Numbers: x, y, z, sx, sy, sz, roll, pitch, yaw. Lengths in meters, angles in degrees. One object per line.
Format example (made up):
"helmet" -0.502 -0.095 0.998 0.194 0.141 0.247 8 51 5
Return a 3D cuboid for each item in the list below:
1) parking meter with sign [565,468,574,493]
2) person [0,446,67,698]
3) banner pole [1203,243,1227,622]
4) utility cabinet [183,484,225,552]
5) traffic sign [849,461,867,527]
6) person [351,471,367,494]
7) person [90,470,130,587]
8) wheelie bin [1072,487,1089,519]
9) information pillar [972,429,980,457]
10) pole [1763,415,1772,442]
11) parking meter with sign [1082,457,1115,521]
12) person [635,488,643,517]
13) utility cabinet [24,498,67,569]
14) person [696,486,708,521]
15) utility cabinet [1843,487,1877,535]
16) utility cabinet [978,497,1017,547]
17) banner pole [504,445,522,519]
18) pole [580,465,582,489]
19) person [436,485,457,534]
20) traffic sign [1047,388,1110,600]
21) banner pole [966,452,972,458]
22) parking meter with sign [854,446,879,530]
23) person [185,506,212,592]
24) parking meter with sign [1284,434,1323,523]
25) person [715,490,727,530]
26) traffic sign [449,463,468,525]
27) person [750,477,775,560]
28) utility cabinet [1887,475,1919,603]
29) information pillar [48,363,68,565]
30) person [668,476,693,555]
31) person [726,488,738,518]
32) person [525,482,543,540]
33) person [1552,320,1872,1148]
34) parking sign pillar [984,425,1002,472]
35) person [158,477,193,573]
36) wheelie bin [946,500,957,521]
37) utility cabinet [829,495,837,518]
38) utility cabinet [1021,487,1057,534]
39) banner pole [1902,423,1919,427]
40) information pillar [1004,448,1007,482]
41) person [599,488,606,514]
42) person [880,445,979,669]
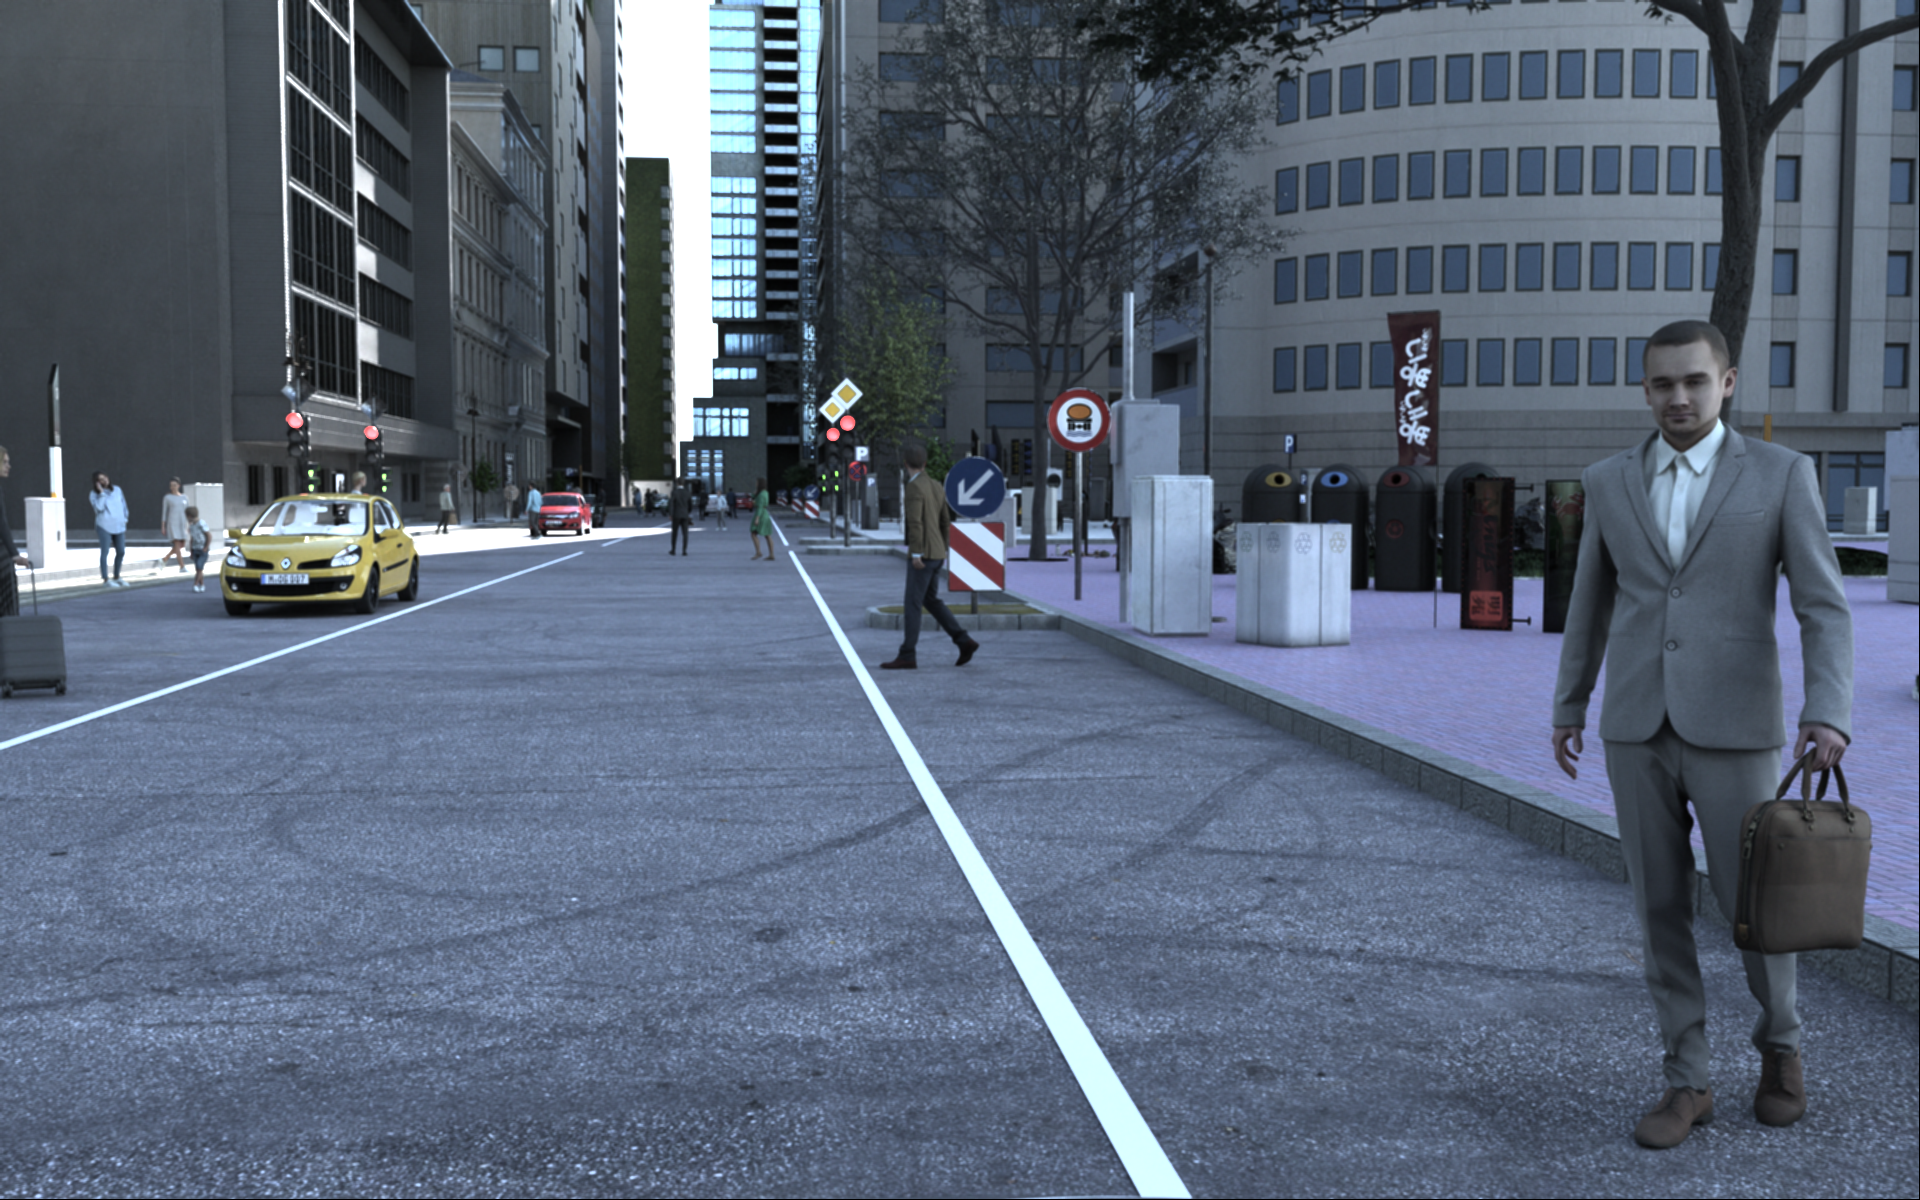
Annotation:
"parking meter with sign" -25.859 -7.232 114.497 0.543 3.016 1.738 0 4 -8
"person" -7.037 -0.242 12.673 0.699 1.804 1.509 -2 4 -34
"banner pole" 2.513 -1.689 17.628 0.401 3.779 0.863 0 4 4
"utility cabinet" -16.795 -1.821 38.451 0.318 1.500 1.173 0 4 5
"traffic sign" -4.002 -4.114 67.371 0.768 2.556 0.104 0 4 -3
"person" -9.335 -1.100 26.838 0.624 1.780 0.694 -1 4 -9
"person" -13.067 -1.092 26.618 0.793 1.790 0.793 0 4 -4
"wheelie bin" 5.765 -4.579 82.769 0.693 1.594 0.980 -1 4 -19
"information pillar" 0.553 -4.317 61.930 0.183 3.616 0.504 -2 4 -28
"pole" 20.738 -3.102 44.562 0.158 3.312 0.155 0 3 0
"parking meter with sign" 6.453 -5.194 81.187 1.738 3.016 0.543 -1 4 -10
"person" -20.079 -6.090 108.329 0.793 1.790 0.793 2 4 31
"utility cabinet" -15.854 -1.156 30.060 0.306 1.237 1.020 0 4 -7
"person" -13.890 -5.203 93.350 0.659 1.850 0.755 0 4 -7
"utility cabinet" 28.184 -2.788 54.257 0.318 1.500 1.173 0 4 -7
"utility cabinet" 0.834 -1.874 41.800 1.020 1.237 0.306 1 4 15
"banner pole" -22.880 -6.032 88.633 0.863 3.779 0.401 -1 4 -21
"pole" -26.641 -7.823 121.747 0.158 3.312 0.155 0 3 0
"person" -18.241 -3.213 61.514 0.782 1.767 0.515 3 4 38
"traffic sign" 1.432 -1.273 20.921 0.768 2.556 0.104 0 4 -2
"banner pole" 0.556 -6.124 90.148 0.401 3.779 0.863 3 5 39
"parking meter with sign" -3.323 -4.057 62.591 0.543 3.016 1.738 -1 4 -19
"person" -11.150 -0.745 25.368 0.352 1.250 0.332 -2 4 -27
"parking meter with sign" 10.430 -3.346 50.973 1.738 3.016 0.543 -1 4 -20
"person" -9.542 -3.579 68.834 0.589 1.601 0.330 3 5 40
"traffic sign" -20.761 -4.380 71.722 0.768 2.556 0.104 0 4 -4
"person" -4.278 -1.758 37.483 0.529 1.795 0.600 0 4 -4
"utility cabinet" 11.248 -0.698 20.094 0.318 1.500 1.173 0 4 -1
"information pillar" -16.078 -2.412 30.798 0.183 3.616 0.504 -1 4 -16
"person" -6.582 -1.973 40.536 0.659 1.850 0.755 -2 4 -25
"person" -13.620 -5.797 103.459 0.721 1.800 0.419 0 4 -3
"person" -13.271 -2.790 54.135 0.620 1.820 0.660 1 4 18
"person" 1.640 0.293 3.836 0.709 1.813 0.853 2 4 35
"parking sign pillar" 1.294 -4.801 66.976 1.447 3.967 1.447 -1 4 -10
"person" -14.246 -1.354 31.385 0.760 1.731 0.466 1 4 11
"wheelie bin" -0.497 -4.463 80.876 0.693 1.594 0.980 -2 4 -24
"utility cabinet" -6.754 -4.964 92.327 0.306 1.237 1.020 -1 4 -11
"utility cabinet" 2.504 -2.811 54.641 1.173 1.500 0.318 3 4 38
"banner pole" 29.406 -3.874 53.359 0.863 3.779 0.401 3 5 41
"information pillar" 2.340 -5.967 88.908 0.183 3.616 0.504 1 4 14
"person" -23.803 -6.541 115.250 0.447 1.846 0.655 -1 4 -12
"person" -0.260 -0.361 14.307 0.836 1.842 0.656 -1 4 -8
